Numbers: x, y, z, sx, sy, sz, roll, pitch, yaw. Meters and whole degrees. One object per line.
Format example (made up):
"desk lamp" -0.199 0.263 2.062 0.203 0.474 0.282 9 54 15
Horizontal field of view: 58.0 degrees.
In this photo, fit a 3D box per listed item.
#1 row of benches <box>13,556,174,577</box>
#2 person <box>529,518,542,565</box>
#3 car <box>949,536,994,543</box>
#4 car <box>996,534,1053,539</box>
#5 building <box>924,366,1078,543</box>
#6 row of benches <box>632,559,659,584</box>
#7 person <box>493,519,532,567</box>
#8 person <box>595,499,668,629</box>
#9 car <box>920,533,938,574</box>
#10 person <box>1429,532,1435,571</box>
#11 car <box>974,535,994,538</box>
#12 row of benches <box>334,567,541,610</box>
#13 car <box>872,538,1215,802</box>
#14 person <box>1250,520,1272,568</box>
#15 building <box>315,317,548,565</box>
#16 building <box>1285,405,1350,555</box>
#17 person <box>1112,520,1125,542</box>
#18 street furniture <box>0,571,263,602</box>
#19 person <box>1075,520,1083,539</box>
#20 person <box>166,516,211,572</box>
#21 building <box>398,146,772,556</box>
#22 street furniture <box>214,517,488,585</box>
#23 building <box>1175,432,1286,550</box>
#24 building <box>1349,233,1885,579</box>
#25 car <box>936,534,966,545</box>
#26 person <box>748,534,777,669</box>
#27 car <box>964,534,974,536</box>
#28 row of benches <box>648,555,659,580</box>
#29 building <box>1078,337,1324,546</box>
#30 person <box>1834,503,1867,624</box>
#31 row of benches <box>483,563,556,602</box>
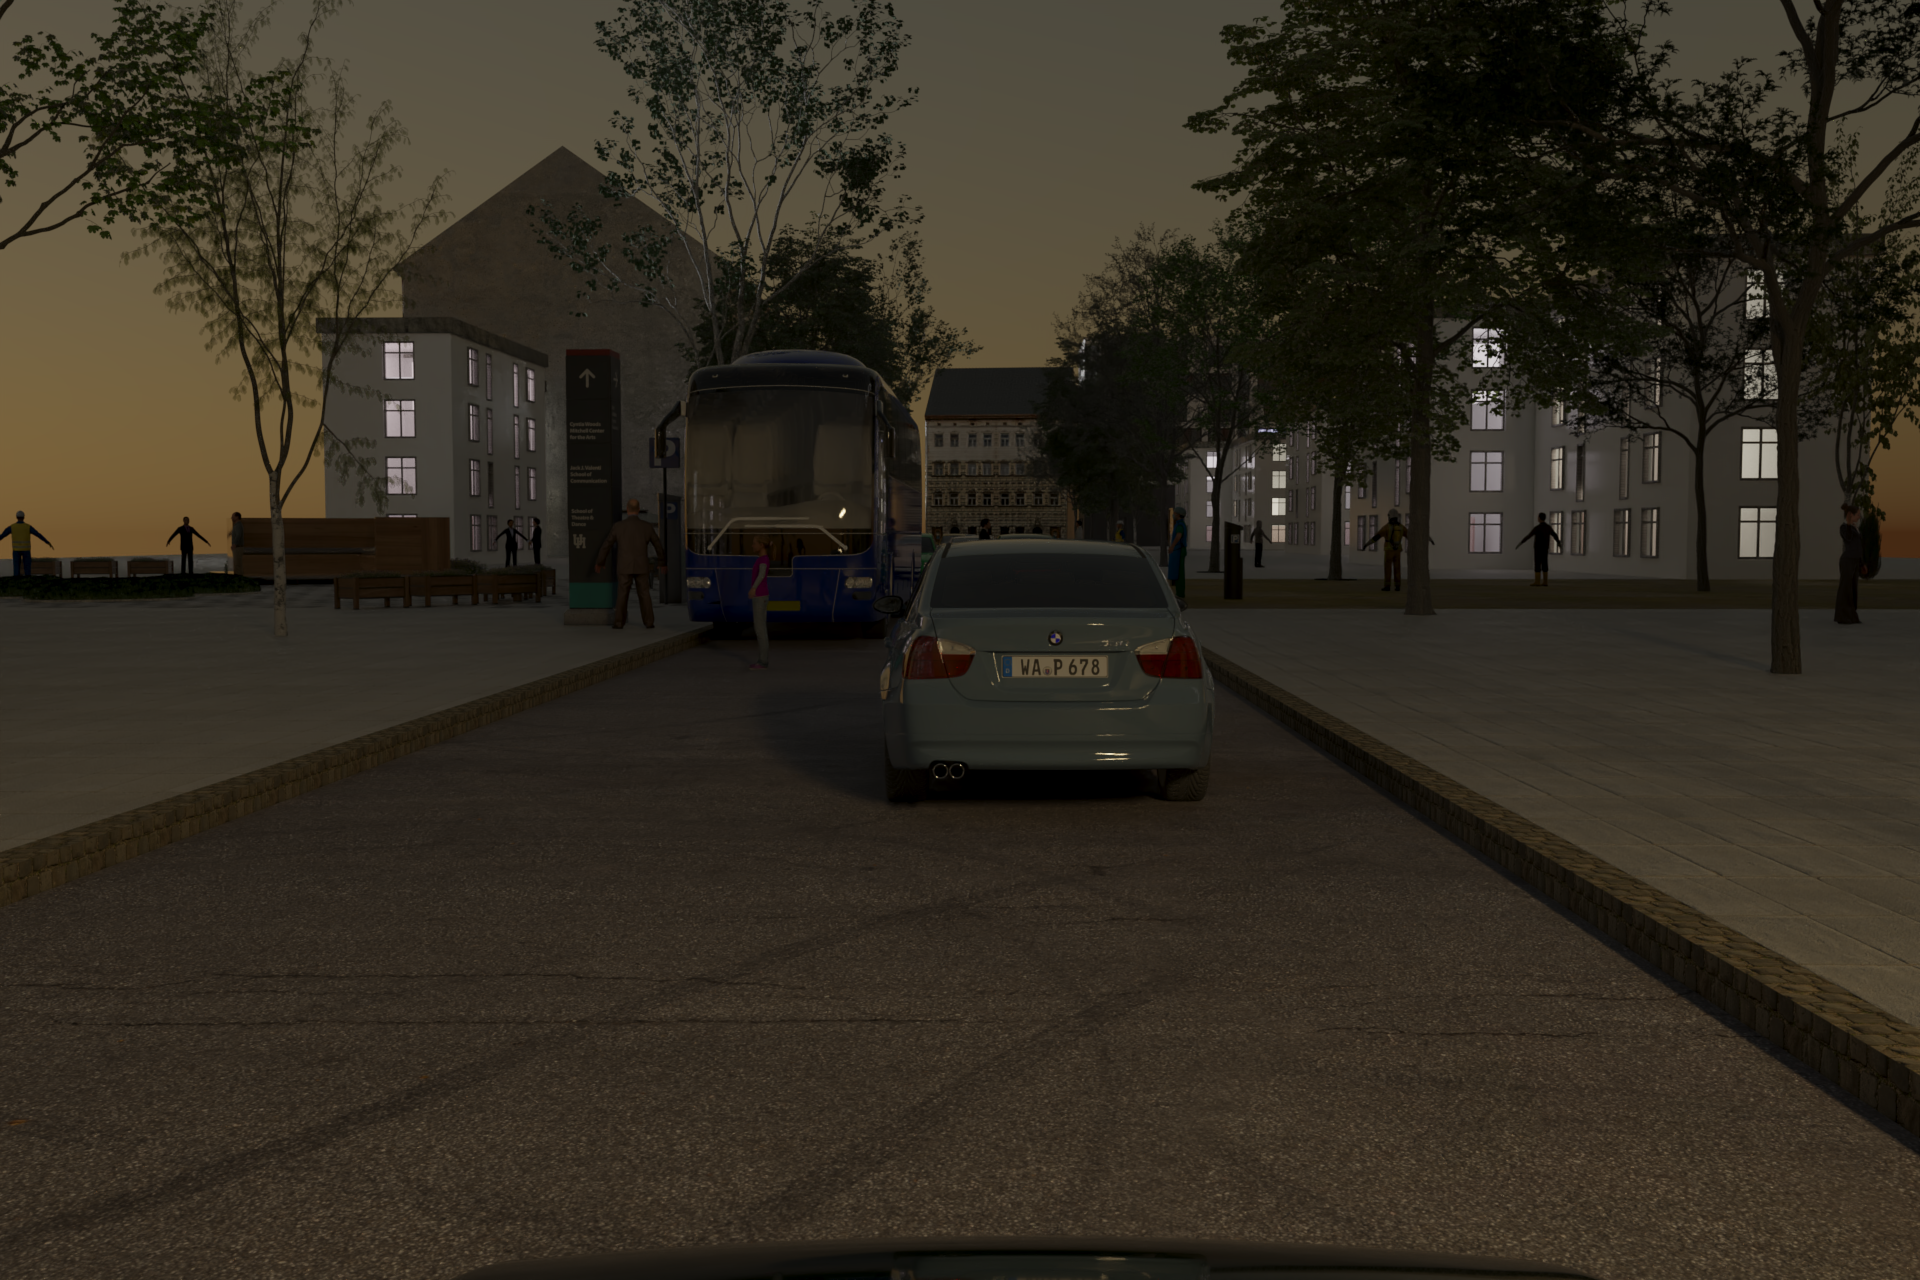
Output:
"row of benches" -23.876 -1.966 47.602 4.104 0.672 1.422 -1 4 -11
"person" -13.933 -3.102 56.908 0.705 1.806 1.347 0 4 -3
"car" 0.379 -2.371 51.126 2.083 1.381 4.827 0 4 0
"car" 1.426 -1.609 38.109 2.131 1.459 4.920 0 4 0
"building" 5.798 -24.072 226.965 18.063 23.208 19.493 0 4 8
"row of benches" -7.750 -1.759 44.218 4.104 0.672 1.422 -2 4 -32
"person" -13.853 -2.864 53.547 1.216 1.740 0.721 -2 4 -30
"person" -4.457 -1.033 23.492 0.990 1.755 0.434 -1 4 -15
"car" -1.335 -2.215 45.011 1.959 1.807 4.718 0 4 1
"person" 16.057 -3.308 59.862 0.705 1.856 1.354 0 4 -6
"car" 1.256 -5.271 98.542 2.083 1.381 4.827 0 4 1
"row of benches" -9.338 -0.948 30.959 1.422 0.672 4.104 3 4 37
"car" 0.451 0.088 10.566 2.014 1.417 4.499 0 4 0
"person" 11.494 -3.690 66.456 0.705 1.813 1.348 -2 4 -25
"building" -23.802 -8.509 81.275 9.099 9.664 28.070 0 4 1
"building" 26.748 -10.070 106.794 9.099 9.664 28.070 0 4 1
"person" 5.600 -3.376 61.668 0.721 1.772 1.216 -1 4 -13
"street furniture" -19.098 -1.150 34.437 10.072 0.657 5.734 -2 4 -29
"person" 4.511 -3.668 66.164 0.705 1.806 1.347 0 4 4
"person" -22.888 -2.758 51.310 0.704 1.802 1.346 3 4 39
"building" -22.436 -16.924 107.635 19.493 23.208 18.063 0 4 0
"street furniture" -15.891 -2.522 48.082 9.812 1.723 11.010 -2 4 -27
"building" 25.286 -13.126 156.755 9.099 9.664 28.070 0 4 1
"building" 21.438 -7.366 62.584 9.099 9.664 28.070 0 4 1
"car" -0.295 -4.812 88.905 2.015 1.641 3.980 0 4 1
"person" -2.183 -0.411 18.443 0.599 1.433 0.991 0 4 -5
"car" 0.443 -6.004 110.173 2.014 1.417 4.499 0 4 1
"row of benches" -8.275 -2.037 48.764 1.422 0.672 4.104 -1 4 -21
"building" 27.231 -21.521 195.845 27.936 21.610 32.646 0 4 1
"person" 12.664 -1.082 24.530 0.445 1.727 0.742 1 4 16
"row of benches" -8.803 -1.186 34.862 1.422 0.672 4.104 0 4 -2
